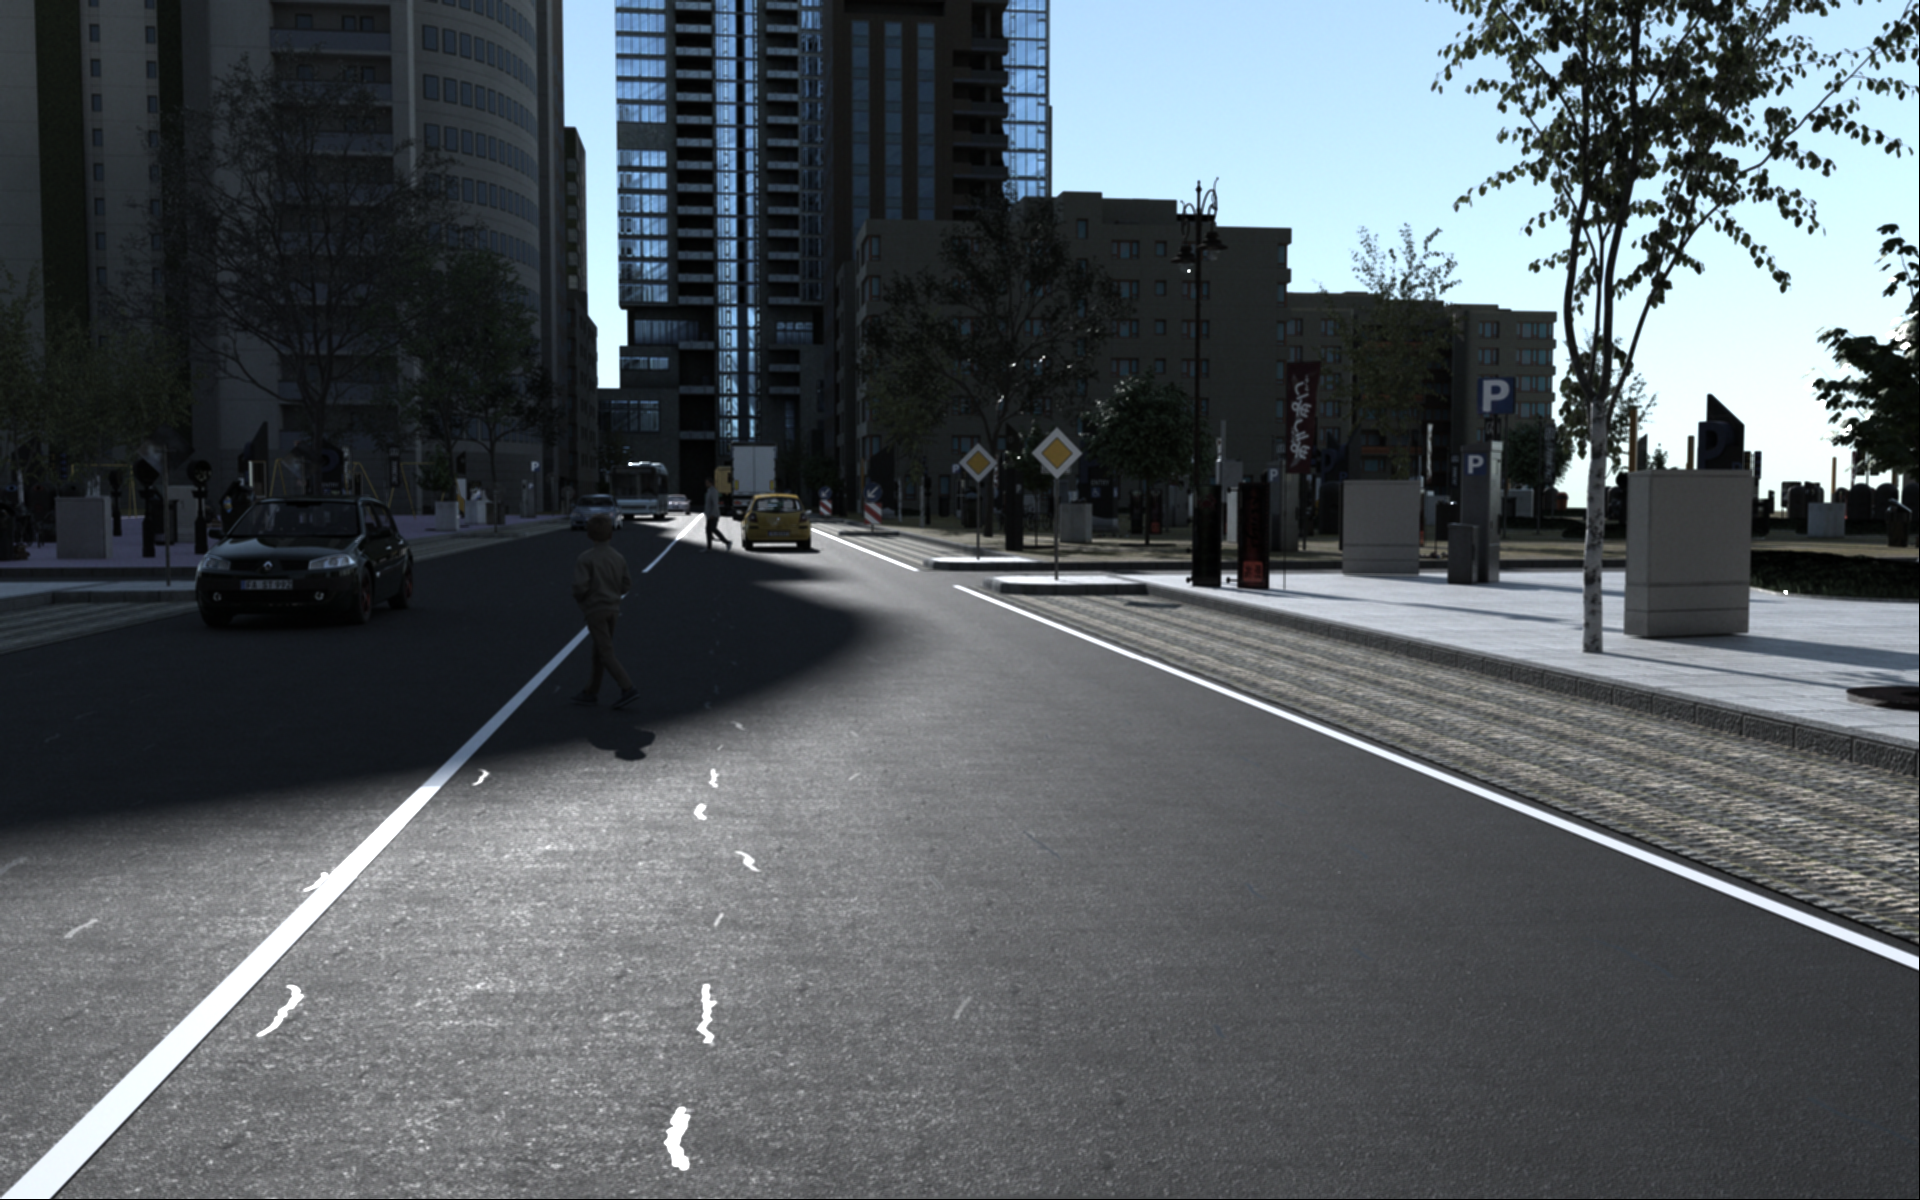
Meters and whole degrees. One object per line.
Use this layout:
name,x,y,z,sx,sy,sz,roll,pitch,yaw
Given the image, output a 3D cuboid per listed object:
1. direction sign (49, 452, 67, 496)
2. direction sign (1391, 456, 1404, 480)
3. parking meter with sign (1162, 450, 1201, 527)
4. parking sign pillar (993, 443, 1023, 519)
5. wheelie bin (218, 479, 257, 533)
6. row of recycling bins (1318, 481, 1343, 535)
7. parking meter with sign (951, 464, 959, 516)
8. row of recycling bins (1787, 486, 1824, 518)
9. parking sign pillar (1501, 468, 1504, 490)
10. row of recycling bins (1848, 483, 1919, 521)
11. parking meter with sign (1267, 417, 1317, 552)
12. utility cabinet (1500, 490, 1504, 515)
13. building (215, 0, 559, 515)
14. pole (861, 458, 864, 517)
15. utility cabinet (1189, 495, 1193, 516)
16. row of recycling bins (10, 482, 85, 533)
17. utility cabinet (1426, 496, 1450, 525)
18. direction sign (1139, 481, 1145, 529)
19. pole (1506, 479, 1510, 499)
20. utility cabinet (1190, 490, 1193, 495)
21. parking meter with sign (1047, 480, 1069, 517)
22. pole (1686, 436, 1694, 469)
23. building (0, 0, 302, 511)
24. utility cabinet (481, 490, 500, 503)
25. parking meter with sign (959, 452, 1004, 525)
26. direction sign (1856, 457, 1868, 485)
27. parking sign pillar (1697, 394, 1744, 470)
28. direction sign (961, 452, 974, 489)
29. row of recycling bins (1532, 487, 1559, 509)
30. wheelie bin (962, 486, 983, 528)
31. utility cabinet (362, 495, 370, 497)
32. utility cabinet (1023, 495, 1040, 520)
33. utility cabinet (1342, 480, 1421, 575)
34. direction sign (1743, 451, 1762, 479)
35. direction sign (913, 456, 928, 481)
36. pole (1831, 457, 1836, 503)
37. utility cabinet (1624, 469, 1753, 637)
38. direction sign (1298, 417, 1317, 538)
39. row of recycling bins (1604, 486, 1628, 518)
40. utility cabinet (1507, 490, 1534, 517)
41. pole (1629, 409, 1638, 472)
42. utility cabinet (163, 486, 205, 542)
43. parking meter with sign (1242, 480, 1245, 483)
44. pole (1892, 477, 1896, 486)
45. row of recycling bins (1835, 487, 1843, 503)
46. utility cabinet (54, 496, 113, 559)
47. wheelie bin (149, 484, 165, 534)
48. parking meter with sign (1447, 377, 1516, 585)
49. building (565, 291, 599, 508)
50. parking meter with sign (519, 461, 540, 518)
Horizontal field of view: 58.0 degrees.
direction sign,-48.082,-6.139,92.375,0.876,3.537,0.379,-1,4,-11
direction sign,25.792,-6.738,102.158,0.379,3.537,0.876,-3,4,-37
parking meter with sign,8.447,-4.323,66.948,1.738,3.016,0.543,-2,4,-28
parking sign pillar,2.543,-6.118,88.508,1.447,3.967,1.447,-1,4,-17
wheelie bin,-15.618,-1.808,37.476,0.693,1.594,0.980,-1,4,-12
row of recycling bins,12.451,-3.015,56.404,1.069,1.692,3.534,2,4,24
parking meter with sign,-0.019,-6.403,100.947,0.543,3.016,1.738,1,4,15
row of recycling bins,41.264,-4.727,84.395,1.069,1.692,3.534,3,5,42
parking sign pillar,30.223,-6.723,98.386,1.447,3.967,1.447,2,4,35
row of recycling bins,35.010,-3.506,64.434,3.534,1.692,1.069,3,4,37
parking meter with sign,7.232,-2.608,38.903,1.738,3.016,0.543,-3,5,-41
utility cabinet,27.003,-4.816,87.421,1.173,1.500,0.318,-1,4,-23
building,-39.747,-35.228,117.983,21.231,58.520,28.212,0,4,-8
pole,-5.516,-6.367,97.942,0.158,3.312,0.155,0,3,0
utility cabinet,13.258,-5.405,99.531,0.306,1.237,1.020,3,4,37
row of recycling bins,-31.206,-3.113,58.012,3.534,1.692,1.069,-1,4,-13
utility cabinet,19.807,-3.707,71.774,0.306,1.237,1.020,-2,4,-35
direction sign,6.705,-4.427,64.373,0.876,3.537,0.379,3,5,45
pole,31.391,-6.442,99.165,0.158,3.312,0.155,0,3,0
utility cabinet,13.257,-5.715,102.112,1.173,1.500,0.318,3,5,42
parking meter with sign,5.693,-6.117,96.279,1.738,3.016,0.543,0,4,1
pole,25.520,-4.080,60.546,0.158,3.312,0.155,0,3,0
building,-79.616,-37.895,161.575,28.212,58.520,21.231,0,4,-8
utility cabinet,-27.120,-5.576,99.846,0.318,1.500,1.173,3,5,43
parking meter with sign,0.931,-4.604,71.533,1.738,3.016,0.543,0,4,4
direction sign,38.304,-4.962,73.124,0.876,3.537,0.379,3,4,38
parking sign pillar,20.175,-3.518,45.987,1.447,3.967,1.447,-1,4,-16
direction sign,0.408,-6.164,92.779,0.876,3.537,0.379,-3,5,-41
row of recycling bins,35.531,-6.015,105.454,1.069,1.692,3.534,0,4,2
wheelie bin,0.462,-3.505,65.216,0.693,1.594,0.980,-1,4,-19
utility cabinet,-35.961,-5.689,104.177,1.020,1.237,0.306,2,4,26
utility cabinet,3.408,-4.537,85.345,1.020,1.237,0.306,0,4,-1
utility cabinet,6.642,-1.139,27.305,1.173,1.500,0.318,1,4,15
direction sign,41.788,-6.080,91.403,0.876,3.537,0.379,0,4,8
direction sign,-2.350,-6.792,103.045,0.876,3.537,0.379,-1,4,-17
pole,48.106,-6.210,95.375,0.158,3.312,0.155,0,3,0
utility cabinet,6.558,-0.424,15.611,1.173,1.500,0.318,-1,4,-22
direction sign,10.063,-3.610,51.014,0.876,3.537,0.379,1,4,20
row of recycling bins,34.449,-5.153,91.366,1.069,1.692,3.534,-1,4,-13
utility cabinet,27.501,-4.669,85.015,1.173,1.500,0.318,2,4,33
pole,16.211,-2.930,41.746,0.158,3.312,0.155,0,3,0
utility cabinet,-20.480,-2.265,45.712,1.173,1.500,0.318,2,4,26
parking meter with sign,14.838,-5.886,92.495,1.738,3.016,0.543,1,4,23
pole,37.812,-4.666,70.124,0.158,3.312,0.155,0,3,0
row of recycling bins,56.025,-6.143,107.553,3.534,1.692,1.069,0,4,1
utility cabinet,-17.424,-1.425,34.462,1.020,1.237,0.306,0,4,5
wheelie bin,-25.923,-2.941,55.987,0.693,1.594,0.980,0,4,-1
parking meter with sign,7.571,-1.772,25.241,0.543,3.016,1.738,2,4,32
building,-49.982,-19.515,164.113,28.899,21.520,27.650,0,4,-8
parking meter with sign,-23.088,-5.899,92.715,0.543,3.016,1.738,-3,4,-38
